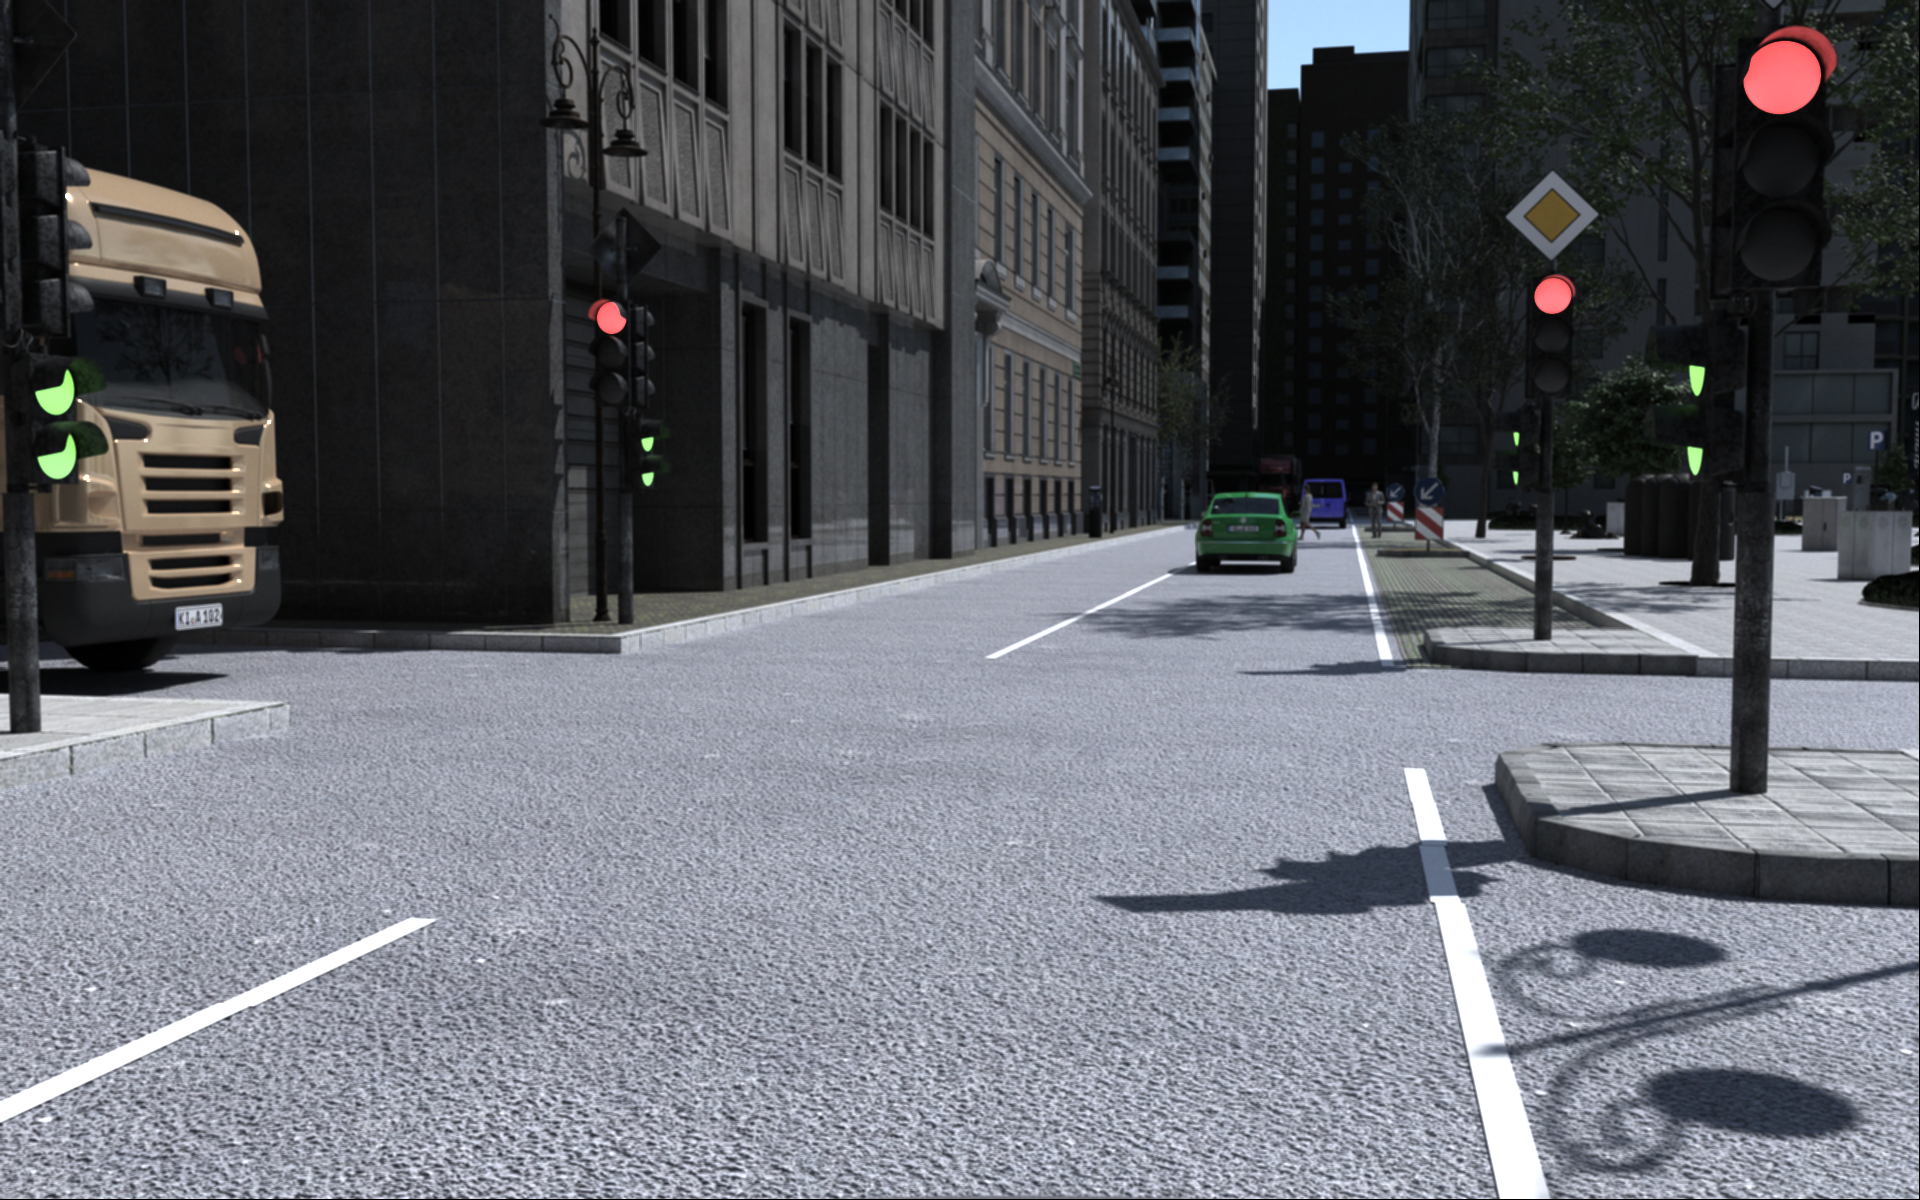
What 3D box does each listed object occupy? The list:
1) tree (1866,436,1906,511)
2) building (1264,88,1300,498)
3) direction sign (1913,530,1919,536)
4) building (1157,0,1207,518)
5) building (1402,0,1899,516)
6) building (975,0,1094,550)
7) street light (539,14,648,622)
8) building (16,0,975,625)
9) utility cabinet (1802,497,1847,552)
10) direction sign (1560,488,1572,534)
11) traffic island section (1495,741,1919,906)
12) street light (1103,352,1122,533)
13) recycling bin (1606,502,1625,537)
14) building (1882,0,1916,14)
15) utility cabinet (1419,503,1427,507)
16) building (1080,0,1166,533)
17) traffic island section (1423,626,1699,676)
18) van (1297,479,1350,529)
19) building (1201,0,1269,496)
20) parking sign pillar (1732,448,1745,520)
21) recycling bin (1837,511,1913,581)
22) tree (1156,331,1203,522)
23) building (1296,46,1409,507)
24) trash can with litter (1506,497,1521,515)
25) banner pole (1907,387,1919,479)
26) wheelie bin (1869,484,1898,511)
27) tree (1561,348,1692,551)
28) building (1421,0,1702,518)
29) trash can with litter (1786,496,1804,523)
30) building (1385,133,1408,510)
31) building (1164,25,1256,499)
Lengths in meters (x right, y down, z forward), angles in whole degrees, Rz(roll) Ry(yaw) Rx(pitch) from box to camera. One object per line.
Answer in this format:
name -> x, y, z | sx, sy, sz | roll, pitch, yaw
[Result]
tree -> 31.009, -3.836, 57.322 | 1.663, 3.219, 1.824 | 0, 3, 0
building -> 28.038, -30.326, 179.420 | 14.086, 41.232, 14.154 | 1, 4, 12
direction sign -> 29.251, -3.709, 52.632 | 0.379, 3.537, 0.876 | 0, 4, -7
building -> 4.646, -48.540, 106.294 | 22.319, 86.520, 31.000 | 1, 4, 12
building -> 44.441, -32.268, 116.816 | 28.713, 52.752, 27.495 | 1, 4, 12
building -> -4.196, -15.958, 46.821 | 13.634, 28.700, 20.117 | 1, 4, 12
street light -> -3.620, -2.725, 17.336 | 0.468, 5.910, 1.993 | 1, 4, 12
building -> -7.704, -12.796, 27.244 | 12.078, 24.808, 19.932 | 1, 4, 12
utility cabinet -> 19.471, -1.705, 39.047 | 0.306, 1.237, 1.020 | -1, 4, -16
direction sign -> 19.424, -3.879, 55.422 | 0.379, 3.537, 0.876 | 1, 4, 21
traffic island section -> 3.424, 0.906, 7.474 | 2.009, 0.180, 2.903 | 1, 4, 12
street light -> 4.969, -5.121, 56.512 | 0.468, 5.910, 1.993 | 1, 4, 12
recycling bin -> 20.047, -2.444, 52.514 | 0.722, 1.027, 0.722 | 2, 4, 32
building -> 68.676, -29.925, 143.903 | 28.867, 44.769, 22.147 | 1, 4, 12
utility cabinet -> 19.663, -3.967, 73.547 | 0.318, 1.500, 1.173 | 1, 4, 13
building -> 1.951, -13.246, 65.726 | 9.793, 20.994, 18.267 | 1, 4, 12
traffic island section -> 5.158, 0.429, 15.270 | 2.009, 0.180, 2.903 | 1, 4, 12
van -> 15.405, -4.221, 73.395 | 2.240, 2.365, 5.245 | 1, 4, 12
building -> 16.787, -43.871, 155.535 | 20.611, 71.187, 20.563 | 1, 4, 12
parking sign pillar -> 27.363, -4.462, 61.426 | 1.447, 3.967, 1.447 | -1, 4, -23
recycling bin -> 13.702, -0.819, 25.948 | 0.722, 1.027, 0.722 | -1, 4, -13
tree -> 8.969, -7.821, 78.240 | 4.737, 8.622, 4.395 | 0, 3, 0
building -> 41.857, -32.183, 176.294 | 14.200, 45.320, 14.600 | 1, 4, 12
trash can with litter -> 22.882, -3.658, 71.203 | 0.624, 1.170, 1.055 | 0, 4, -4
banner pole -> 19.849, -2.785, 35.557 | 0.863, 3.779, 0.401 | 0, 4, -1
wheelie bin -> 27.749, -2.714, 52.289 | 0.980, 1.594, 0.693 | 3, 4, 36
tree -> 15.289, -3.389, 39.119 | 4.285, 4.588, 4.351 | 0, 3, 0
building -> 33.335, -19.999, 98.689 | 14.160, 30.474, 14.107 | 1, 4, 12
trash can with litter -> 37.894, -4.064, 77.507 | 1.678, 1.210, 2.233 | -2, 4, -35
building -> 41.790, -22.533, 140.123 | 14.160, 30.474, 14.107 | 1, 4, 12
building -> 6.719, -27.124, 135.361 | 32.217, 40.220, 23.993 | 1, 4, 12
